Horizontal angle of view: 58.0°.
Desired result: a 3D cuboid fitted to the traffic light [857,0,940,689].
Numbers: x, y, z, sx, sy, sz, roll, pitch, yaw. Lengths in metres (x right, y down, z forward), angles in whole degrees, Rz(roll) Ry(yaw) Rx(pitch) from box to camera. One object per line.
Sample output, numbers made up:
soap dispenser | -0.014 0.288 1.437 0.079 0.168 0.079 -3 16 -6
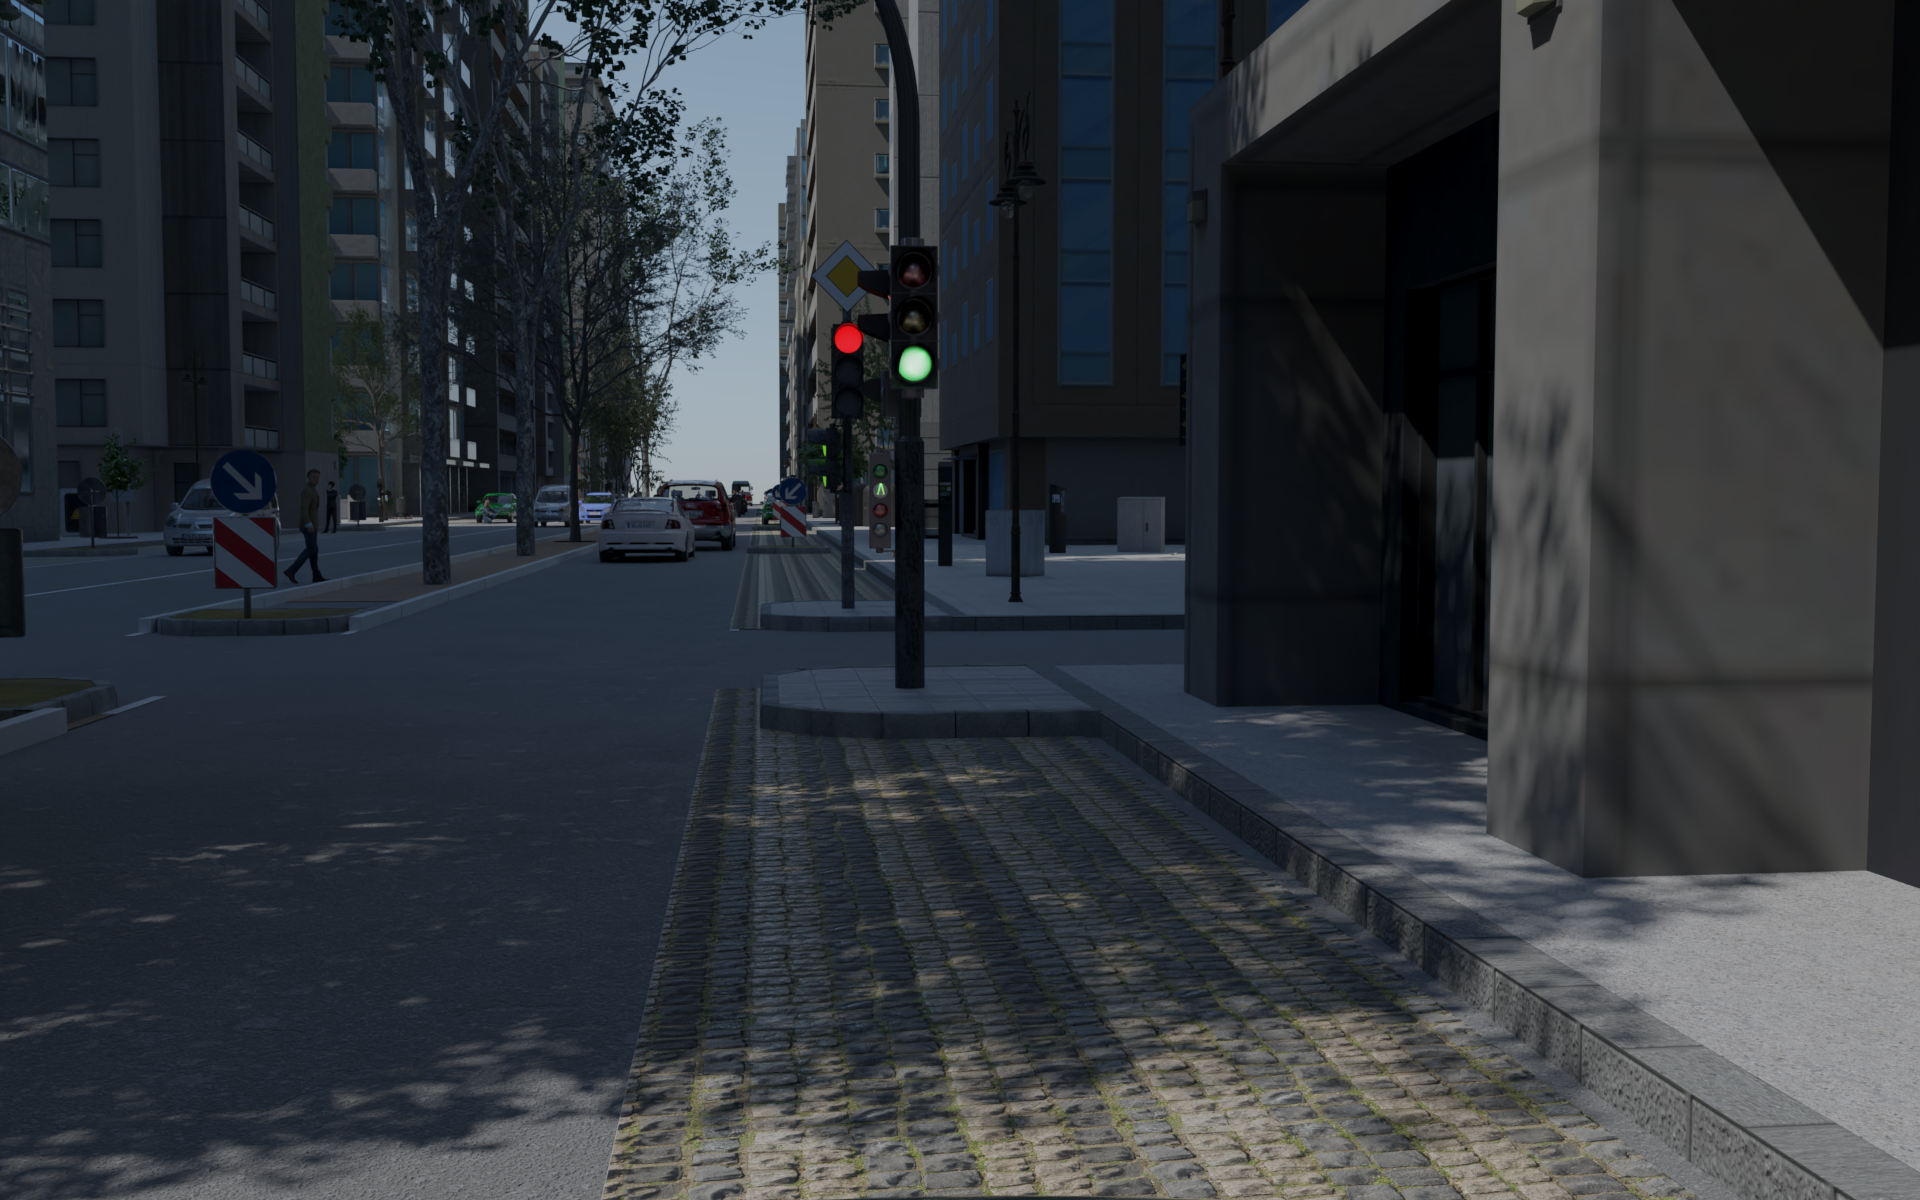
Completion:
traffic light | -2.430 -2.224 11.023 4.771 5.953 1.251 0 4 -7

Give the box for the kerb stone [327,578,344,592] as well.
kerb stone | -9.275 -0.199 25.448 0.120 0.150 1.000 0 4 -7

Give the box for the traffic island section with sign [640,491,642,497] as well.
traffic island section with sign | -41.600 -13.250 225.265 1.989 1.847 2.006 0 4 -7

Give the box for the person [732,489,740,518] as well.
person | -13.540 -5.785 104.001 0.530 1.710 0.541 -1 4 -22

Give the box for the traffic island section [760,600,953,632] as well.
traffic island section | -1.234 0.173 19.454 2.009 0.180 2.903 0 4 -7

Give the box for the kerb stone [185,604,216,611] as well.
kerb stone | -8.558 0.175 19.336 0.120 0.150 1.000 0 4 -7

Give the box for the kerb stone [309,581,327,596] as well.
kerb stone | -9.149 -0.133 24.434 0.120 0.150 1.000 0 4 -7

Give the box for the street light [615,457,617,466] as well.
street light | -42.185 -14.653 212.370 0.468 5.910 1.993 0 4 -7

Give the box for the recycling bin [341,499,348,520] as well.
recycling bin | -31.159 -4.556 87.044 0.722 1.027 0.722 -3 4 -38

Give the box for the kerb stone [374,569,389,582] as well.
kerb stone | -9.616 -0.383 28.501 0.120 0.150 1.000 0 4 -7

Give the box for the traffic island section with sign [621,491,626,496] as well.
traffic island section with sign | -38.448 -11.574 197.866 1.989 1.847 2.006 0 4 -7

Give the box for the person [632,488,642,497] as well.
person | -21.350 -6.492 114.651 1.348 1.823 0.705 -3 5 -41

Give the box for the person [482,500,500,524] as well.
person | -22.649 -4.259 83.630 0.738 1.151 1.012 2 4 24

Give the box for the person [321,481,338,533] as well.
person | -22.938 -3.375 63.048 0.648 1.900 0.474 3 4 37

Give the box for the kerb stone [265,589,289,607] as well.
kerb stone | -8.911 -0.012 22.392 0.120 0.150 1.000 0 4 -7

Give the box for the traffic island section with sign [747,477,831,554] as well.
traffic island section with sign | -4.176 -2.047 42.094 1.989 1.847 2.006 0 4 -7

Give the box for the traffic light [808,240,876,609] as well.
traffic light | -1.275 -1.860 19.335 0.839 4.253 0.868 0 4 -7

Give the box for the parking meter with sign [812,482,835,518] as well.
parking meter with sign | -6.934 -5.829 91.564 1.738 3.016 0.543 0 4 -4

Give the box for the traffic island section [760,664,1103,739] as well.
traffic island section | -0.321 0.658 11.521 2.009 0.180 2.903 0 4 -7

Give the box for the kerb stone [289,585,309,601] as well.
kerb stone | -9.033 -0.074 23.412 0.120 0.150 1.000 0 4 -7

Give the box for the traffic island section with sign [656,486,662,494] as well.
traffic island section with sign | -16.019 -5.193 93.049 2.006 1.907 1.989 0 4 -7

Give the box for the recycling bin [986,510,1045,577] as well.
recycling bin | 0.868 -0.894 27.178 0.722 1.027 0.722 2 4 28

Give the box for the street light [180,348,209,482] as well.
street light | -24.235 -5.028 54.997 0.468 5.910 1.993 0 4 -7

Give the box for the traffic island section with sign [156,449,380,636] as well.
traffic island section with sign | -7.410 -0.628 18.404 2.006 1.907 1.989 0 4 -7

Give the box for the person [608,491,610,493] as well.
person | -34.006 -9.708 167.892 0.621 1.740 0.551 0 4 -4

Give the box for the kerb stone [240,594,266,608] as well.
kerb stone | -8.799 0.052 21.370 0.120 0.150 1.000 0 4 -7

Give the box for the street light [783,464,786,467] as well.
street light | -21.817 -14.868 215.872 0.468 5.910 1.993 0 4 -7

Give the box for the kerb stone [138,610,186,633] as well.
kerb stone | -8.446 0.237 18.315 0.120 0.150 1.000 0 4 -7

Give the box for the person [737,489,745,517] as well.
person | -13.395 -5.913 105.973 0.742 1.727 0.445 2 4 28

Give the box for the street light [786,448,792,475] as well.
street light | -17.556 -12.650 179.615 0.468 5.910 1.993 0 4 -7

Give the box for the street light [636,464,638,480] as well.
street light | -46.354 -16.884 248.835 0.468 5.910 1.993 0 4 -7

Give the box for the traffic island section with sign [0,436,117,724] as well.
traffic island section with sign | -6.572 -0.178 11.044 2.006 1.907 1.989 0 4 -7

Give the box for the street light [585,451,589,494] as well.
street light | -37.939 -12.436 176.111 0.468 5.910 1.993 0 4 -7

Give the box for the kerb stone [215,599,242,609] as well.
kerb stone | -8.677 0.113 20.352 0.120 0.150 1.000 0 4 -7

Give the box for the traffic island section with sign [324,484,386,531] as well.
traffic island section with sign | -23.391 -3.577 67.105 1.989 1.847 2.006 0 4 -7

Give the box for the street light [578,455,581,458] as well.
street light | -36.820 -11.863 166.741 0.468 5.910 1.993 0 4 -7

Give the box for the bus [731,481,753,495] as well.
bus | -30.788 -15.266 244.456 2.948 3.499 13.247 0 4 -6

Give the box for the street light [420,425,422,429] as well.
street light | -28.221 -7.255 91.412 0.468 5.910 1.993 0 4 -7

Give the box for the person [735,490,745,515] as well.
person | -15.125 -6.720 119.170 0.742 1.727 0.445 0 4 -2

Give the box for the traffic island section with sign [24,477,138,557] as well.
traffic island section with sign | -20.278 -1.927 40.136 1.989 1.847 2.006 0 4 -7

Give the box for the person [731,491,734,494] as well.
person | -19.302 -8.435 147.334 0.530 1.710 0.541 2 4 31

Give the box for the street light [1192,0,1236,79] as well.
street light | 1.734 -2.354 11.277 0.468 5.910 1.993 0 4 -7

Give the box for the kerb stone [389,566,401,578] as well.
kerb stone | -9.739 -0.447 29.528 0.120 0.150 1.000 0 4 -7

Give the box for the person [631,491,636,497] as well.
person | -34.070 -10.512 181.086 0.721 1.735 1.217 3 4 39

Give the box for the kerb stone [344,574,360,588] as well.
kerb stone | -9.384 -0.261 26.464 0.120 0.150 1.000 0 4 -7

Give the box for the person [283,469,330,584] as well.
person | -10.490 -1.191 27.876 0.656 1.842 0.836 3 5 40

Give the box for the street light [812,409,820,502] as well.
street light | -8.171 -7.622 97.402 0.468 5.910 1.993 0 4 -7

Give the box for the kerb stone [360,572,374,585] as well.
kerb stone | -9.507 -0.323 27.484 0.120 0.150 1.000 0 4 -7

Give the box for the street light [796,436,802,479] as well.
street light | -12.418 -9.839 133.660 0.468 5.910 1.993 0 4 -7

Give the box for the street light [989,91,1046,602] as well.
street light | 0.662 -2.915 20.441 0.468 5.910 1.993 0 4 -7
